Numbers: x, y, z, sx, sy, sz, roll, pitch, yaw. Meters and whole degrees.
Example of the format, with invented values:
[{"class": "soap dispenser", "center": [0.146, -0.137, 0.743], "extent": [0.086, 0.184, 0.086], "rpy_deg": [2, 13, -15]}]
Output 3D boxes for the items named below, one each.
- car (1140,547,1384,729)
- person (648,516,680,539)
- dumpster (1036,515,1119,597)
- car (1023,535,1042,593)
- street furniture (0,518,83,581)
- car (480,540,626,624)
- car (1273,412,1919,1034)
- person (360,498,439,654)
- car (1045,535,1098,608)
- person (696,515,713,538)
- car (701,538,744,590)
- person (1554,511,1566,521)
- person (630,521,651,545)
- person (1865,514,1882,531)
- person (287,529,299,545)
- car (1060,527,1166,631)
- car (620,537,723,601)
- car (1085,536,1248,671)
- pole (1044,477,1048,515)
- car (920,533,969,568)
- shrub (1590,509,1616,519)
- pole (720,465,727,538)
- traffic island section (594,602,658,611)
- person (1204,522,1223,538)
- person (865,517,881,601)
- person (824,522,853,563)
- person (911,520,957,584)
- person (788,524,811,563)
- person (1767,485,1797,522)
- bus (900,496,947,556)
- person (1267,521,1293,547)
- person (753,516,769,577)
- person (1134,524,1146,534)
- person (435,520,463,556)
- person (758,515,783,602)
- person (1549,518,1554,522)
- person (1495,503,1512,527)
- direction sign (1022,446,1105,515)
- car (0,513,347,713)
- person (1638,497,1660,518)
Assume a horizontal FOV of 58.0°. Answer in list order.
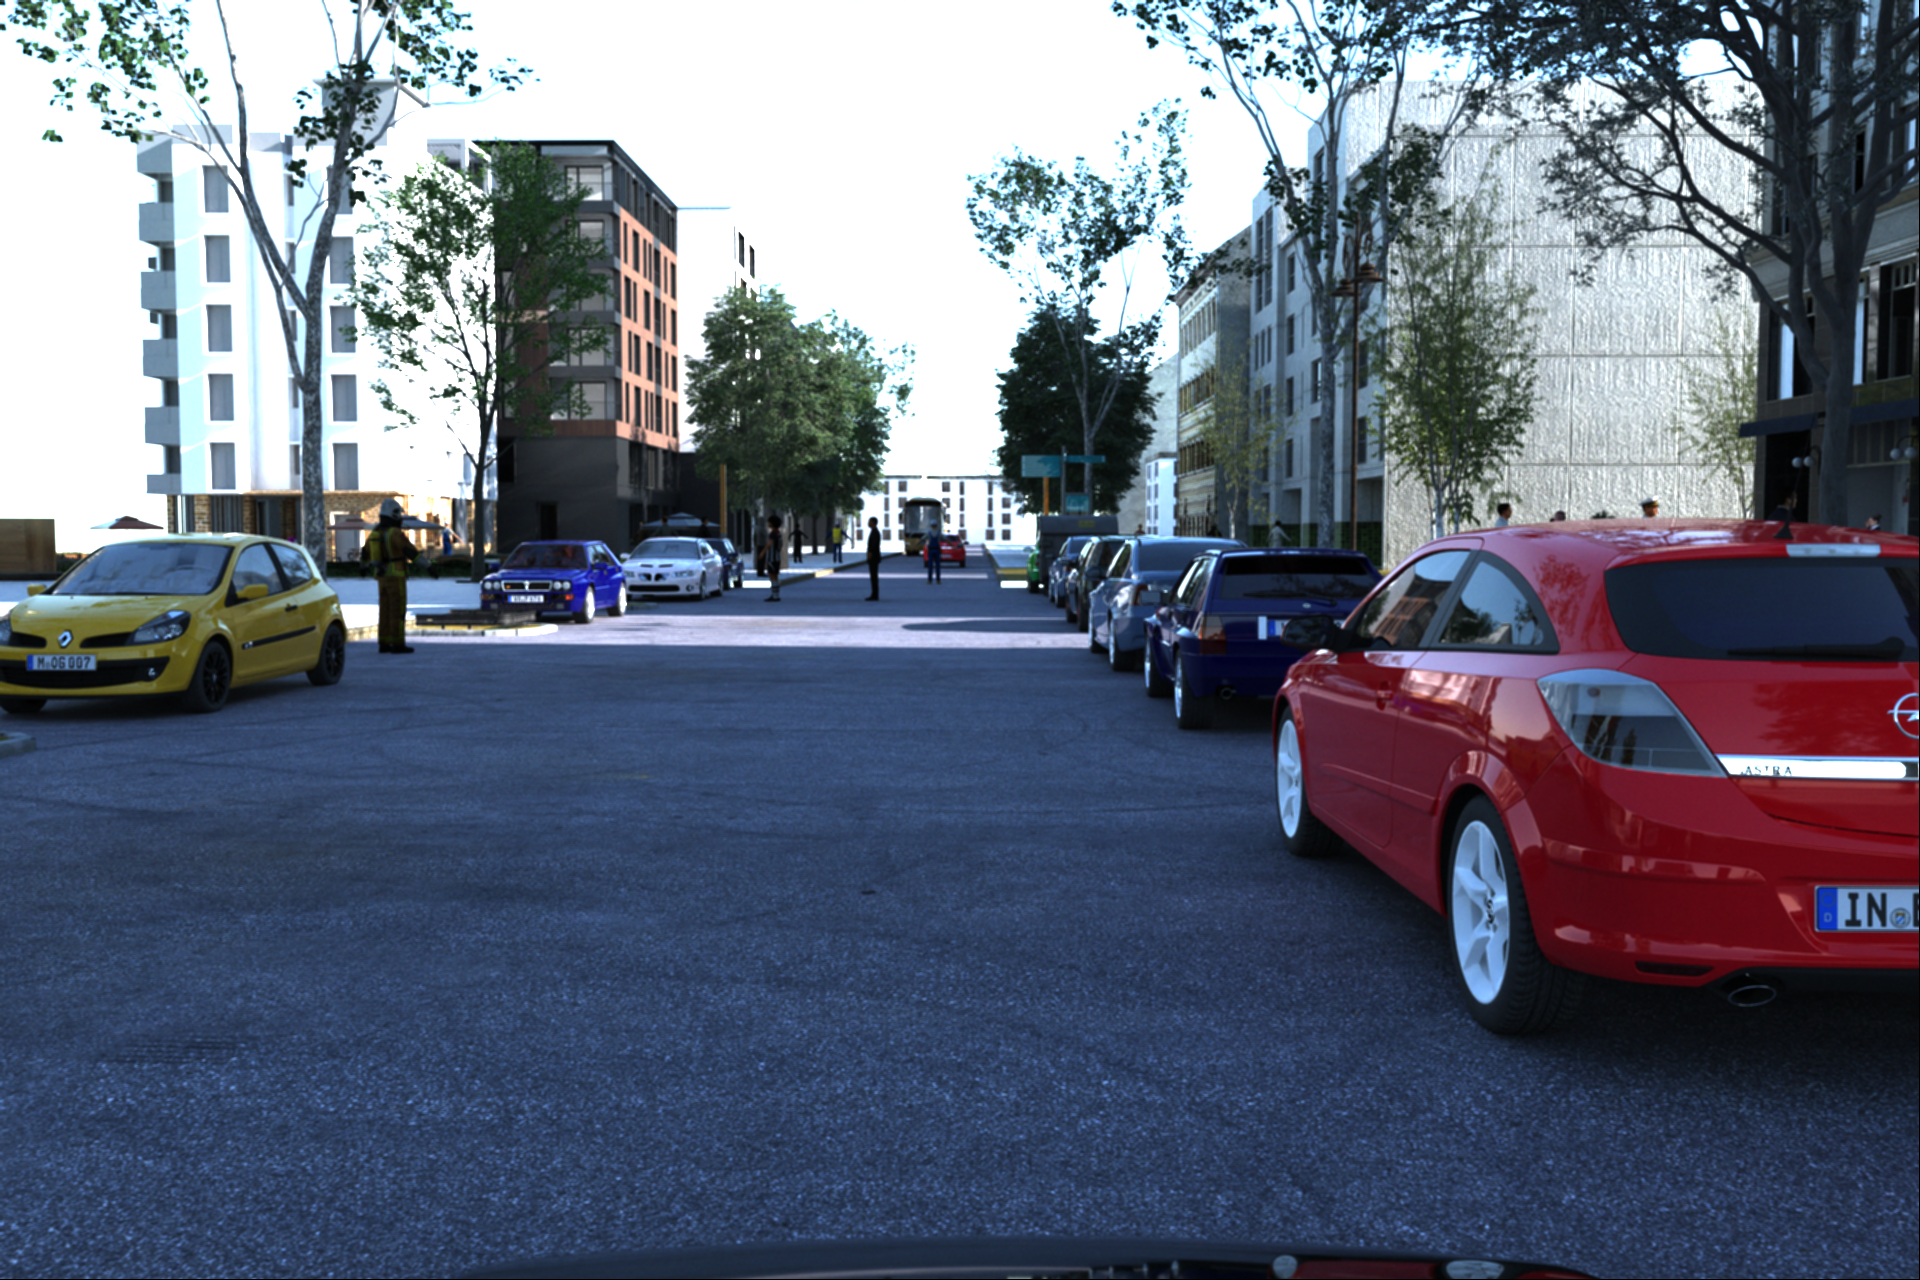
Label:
[{"class": "car", "center": [2.476, -0.090, 14.048], "extent": [1.945, 1.354, 3.894], "rpy_deg": [0, 4, 1]}, {"class": "person", "center": [-8.372, -2.616, 49.037], "extent": [1.348, 1.796, 0.705], "rpy_deg": [-3, 5, -41]}, {"class": "dumpster", "center": [2.694, -1.925, 39.685], "extent": [1.865, 1.857, 1.264], "rpy_deg": [0, 4, 0]}, {"class": "car", "center": [2.574, -2.106, 43.235], "extent": [1.959, 1.807, 4.718], "rpy_deg": [0, 4, 1]}, {"class": "street furniture", "center": [-27.746, -2.664, 50.409], "extent": [9.812, 1.723, 11.010], "rpy_deg": [-2, 4, -31]}, {"class": "car", "center": [-6.733, -0.996, 28.863], "extent": [1.945, 1.354, 3.894], "rpy_deg": [0, 4, 1]}, {"class": "car", "center": [2.364, 0.158, 6.455], "extent": [2.155, 1.783, 4.494], "rpy_deg": [0, 4, -1]}, {"class": "person", "center": [-6.825, -0.773, 20.871], "extent": [1.354, 1.858, 0.705], "rpy_deg": [2, 4, 33]}, {"class": "car", "center": [2.740, -1.404, 34.960], "extent": [2.014, 1.417, 4.499], "rpy_deg": [0, 4, 0]}, {"class": "person", "center": [-7.632, -2.812, 51.906], "extent": [0.705, 1.837, 1.347], "rpy_deg": [-3, 4, -36]}, {"class": "car", "center": [-6.717, -2.009, 45.421], "extent": [1.945, 1.354, 3.894], "rpy_deg": [0, 4, 0]}, {"class": "person", "center": [13.595, -2.022, 39.206], "extent": [0.704, 1.811, 1.347], "rpy_deg": [1, 4, 10]}, {"class": "person", "center": [-12.922, -3.935, 70.475], "extent": [1.346, 1.812, 0.704], "rpy_deg": [3, 5, 39]}, {"class": "person", "center": [20.220, -1.939, 38.547], "extent": [0.445, 1.727, 0.742], "rpy_deg": [0, 4, -3]}, {"class": "person", "center": [-18.542, -2.360, 47.850], "extent": [0.991, 1.433, 0.599], "rpy_deg": [3, 4, 39]}, {"class": "car", "center": [2.581, -1.045, 26.880], "extent": [2.009, 1.686, 4.222], "rpy_deg": [0, 3, 0]}, {"class": "car", "center": [-6.396, -1.597, 38.474], "extent": [2.083, 1.381, 4.827], "rpy_deg": [0, 4, 0]}, {"class": "car", "center": [2.440, -0.453, 19.411], "extent": [2.014, 1.417, 4.499], "rpy_deg": [0, 4, 0]}, {"class": "pole", "center": [3.087, -4.181, 62.205], "extent": [0.158, 3.312, 0.155], "rpy_deg": [0, 3, 0]}, {"class": "car", "center": [-0.668, -4.046, 75.196], "extent": [2.155, 1.783, 4.494], "rpy_deg": [0, 4, -1]}, {"class": "shrub", "center": [19.126, -2.879, 51.491], "extent": [1.690, 2.028, 1.600], "rpy_deg": [0, 3, 0]}, {"class": "pole", "center": [-6.958, -3.492, 50.932], "extent": [0.158, 3.312, 0.155], "rpy_deg": [0, 3, 0]}, {"class": "traffic island section", "center": [-6.889, -0.641, 33.348], "extent": [1.991, 0.108, 1.994], "rpy_deg": [0, 4, 1]}, {"class": "person", "center": [12.220, -4.760, 83.601], "extent": [1.354, 1.856, 0.705], "rpy_deg": [-2, 4, -31]}, {"class": "person", "center": [-1.892, -1.756, 37.389], "extent": [0.704, 1.802, 1.346], "rpy_deg": [0, 4, -3]}, {"class": "person", "center": [-5.432, -4.342, 76.955], "extent": [1.349, 1.833, 0.705], "rpy_deg": [1, 4, 12]}, {"class": "person", "center": [-0.746, -2.536, 49.784], "extent": [1.347, 1.847, 0.705], "rpy_deg": [0, 4, -5]}, {"class": "person", "center": [-7.153, -4.289, 76.841], "extent": [1.216, 1.740, 0.721], "rpy_deg": [2, 4, 25]}, {"class": "person", "center": [9.212, -0.812, 19.318], "extent": [0.704, 1.823, 1.345], "rpy_deg": [0, 4, 1]}, {"class": "bus", "center": [-2.283, -7.621, 116.144], "extent": [2.896, 3.916, 12.252], "rpy_deg": [0, 4, 1]}, {"class": "person", "center": [12.320, -3.719, 66.984], "extent": [0.705, 1.806, 1.347], "rpy_deg": [-2, 4, -34]}, {"class": "person", "center": [-5.896, -2.788, 51.712], "extent": [0.705, 1.813, 1.348], "rpy_deg": [-2, 4, -32]}, {"class": "person", "center": [8.170, -4.359, 78.074], "extent": [1.217, 1.733, 0.721], "rpy_deg": [-2, 4, -26]}, {"class": "person", "center": [-21.038, -3.991, 71.107], "extent": [1.347, 1.847, 0.705], "rpy_deg": [1, 4, 20]}, {"class": "person", "center": [-3.989, -1.729, 36.874], "extent": [0.704, 1.843, 1.345], "rpy_deg": [1, 4, 10]}, {"class": "person", "center": [19.695, -3.138, 57.495], "extent": [0.705, 1.806, 1.347], "rpy_deg": [-2, 4, -34]}, {"class": "person", "center": [9.374, -1.445, 29.785], "extent": [0.704, 1.810, 1.344], "rpy_deg": [1, 4, 10]}, {"class": "direction sign", "center": [3.126, -3.858, 51.836], "extent": [2.525, 3.948, 1.411], "rpy_deg": [0, 3, 0]}, {"class": "car", "center": [-6.795, -0.297, 15.078], "extent": [2.015, 1.641, 3.980], "rpy_deg": [0, 4, 1]}, {"class": "person", "center": [10.618, -1.276, 26.649], "extent": [1.343, 1.855, 0.704], "rpy_deg": [-3, 5, -42]}]
